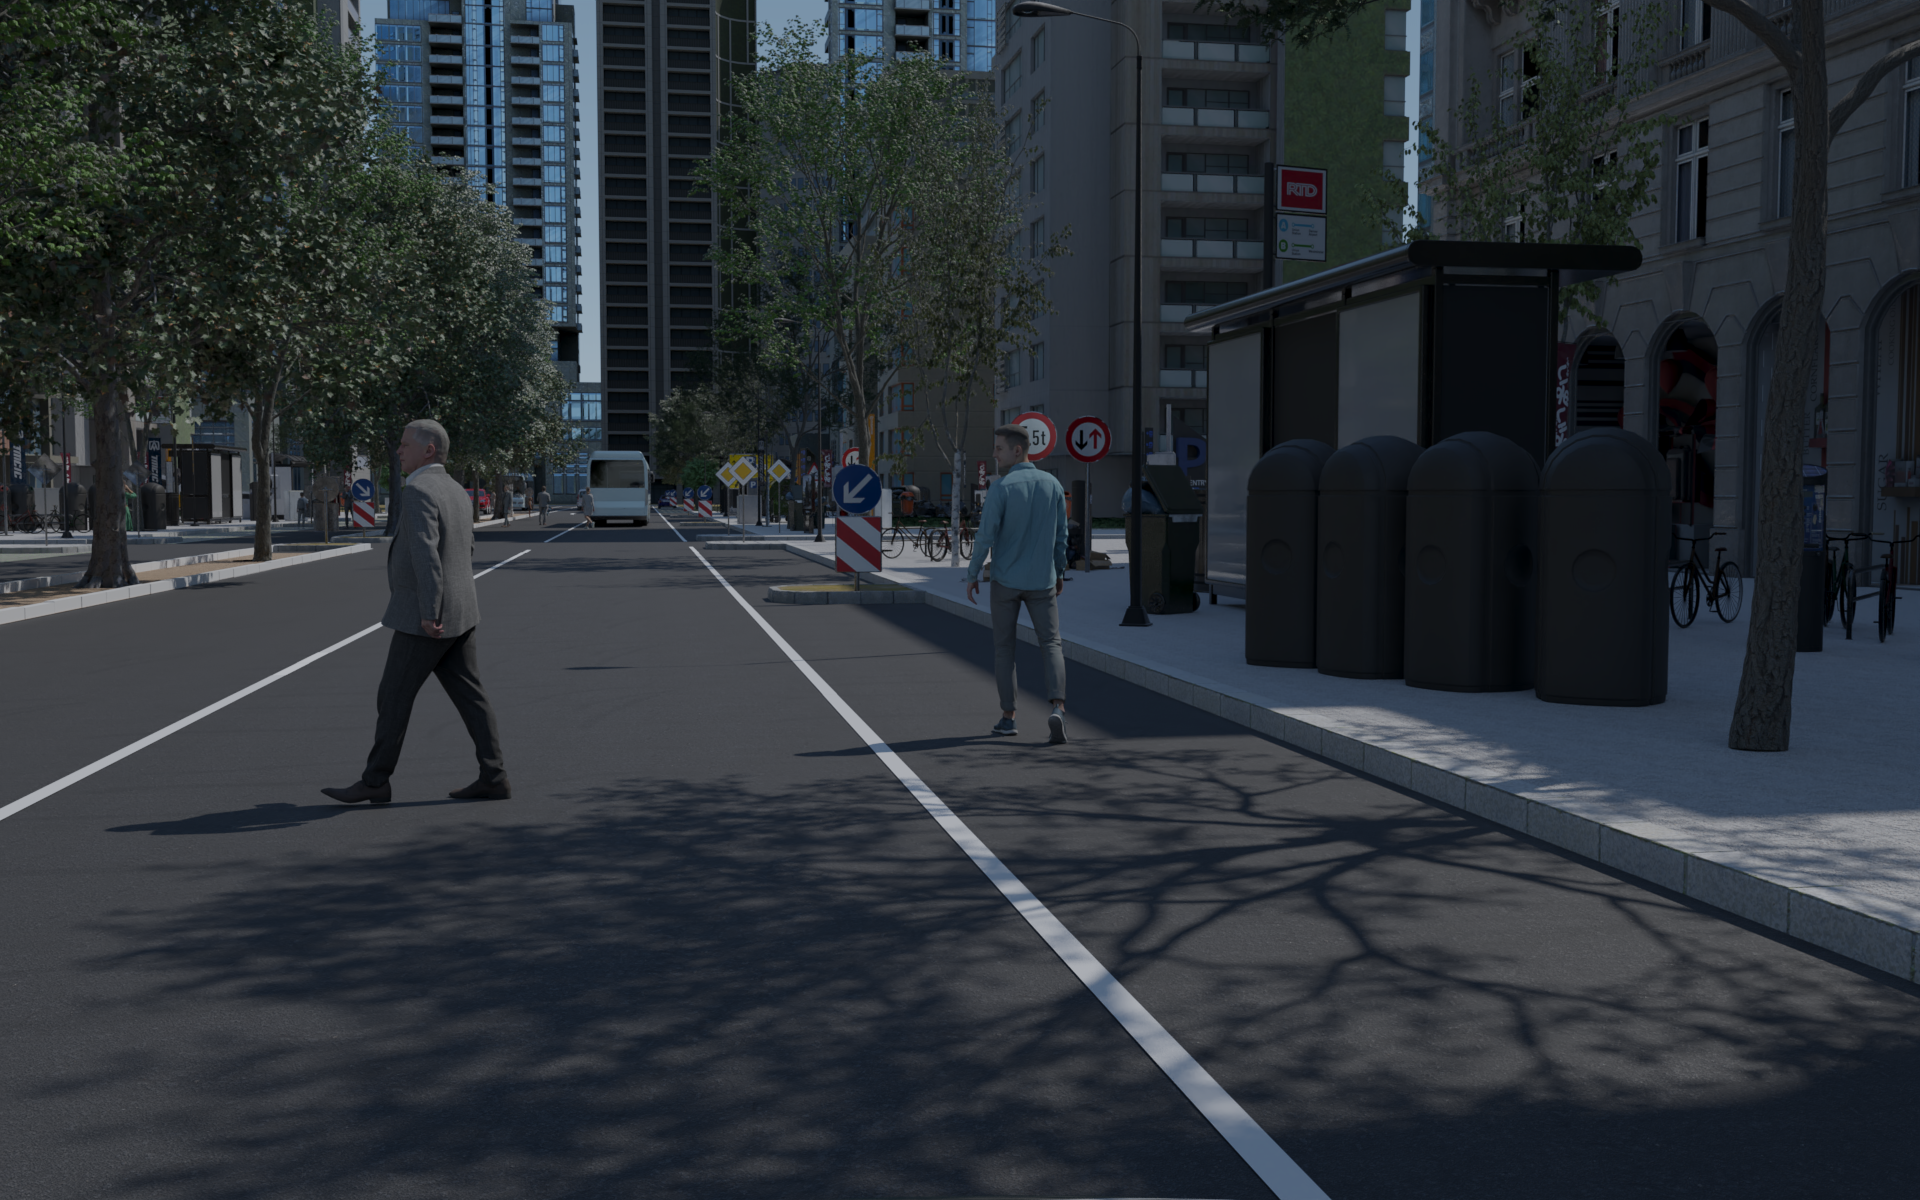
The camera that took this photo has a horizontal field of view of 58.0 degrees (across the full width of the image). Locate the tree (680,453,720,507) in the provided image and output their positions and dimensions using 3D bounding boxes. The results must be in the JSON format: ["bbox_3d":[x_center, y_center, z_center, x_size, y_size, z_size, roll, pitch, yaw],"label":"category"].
[{"bbox_3d":[-20.622,-9.487,138.833,4.285,4.588,4.351,0,3,0],"label":"tree"}]

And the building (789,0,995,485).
[{"bbox_3d":[-5.353,-52.973,178.775,22.319,86.520,31.000,-1,4,-10],"label":"building"}]

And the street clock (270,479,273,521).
[{"bbox_3d":[-32.627,-4.721,81.756,0.358,2.002,0.471,-3,5,-40],"label":"street clock"}]

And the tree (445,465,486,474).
[{"bbox_3d":[-47.714,-14.125,165.351,8.767,10.594,7.601,0,4,-1],"label":"tree"}]

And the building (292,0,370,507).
[{"bbox_3d":[-74.500,-38.539,172.116,28.212,58.520,21.231,-1,4,-10],"label":"building"}]

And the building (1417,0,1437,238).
[{"bbox_3d":[38.436,-28.368,83.427,30.456,49.044,23.786,-1,4,-10],"label":"building"}]

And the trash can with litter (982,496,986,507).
[{"bbox_3d":[1.594,-4.370,82.832,1.055,1.170,0.624,2,4,30],"label":"trash can with litter"}]

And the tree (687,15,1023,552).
[{"bbox_3d":[-2.223,-6.884,38.312,9.928,11.665,9.643,0,3,0],"label":"tree"}]

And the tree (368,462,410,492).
[{"bbox_3d":[-40.704,-8.609,124.474,4.285,4.588,4.351,0,3,0],"label":"tree"}]

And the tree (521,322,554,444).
[{"bbox_3d":[-23.855,-9.611,85.347,9.928,11.665,9.643,0,3,0],"label":"tree"}]

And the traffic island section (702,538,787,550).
[{"bbox_3d":[-5.702,-1.441,45.833,2.009,0.180,2.903,-1,4,-10],"label":"traffic island section"}]

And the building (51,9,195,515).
[{"bbox_3d":[-53.512,-25.428,99.341,14.154,41.232,14.086,-1,4,-10],"label":"building"}]

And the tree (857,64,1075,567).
[{"bbox_3d":[-0.049,-4.907,30.597,4.360,8.622,3.978,0,3,0],"label":"tree"}]

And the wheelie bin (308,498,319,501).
[{"bbox_3d":[-35.008,-5.253,93.789,0.980,1.594,0.693,-1,4,-21],"label":"wheelie bin"}]

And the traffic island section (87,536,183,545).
[{"bbox_3d":[-24.009,-1.732,50.598,2.009,0.180,2.903,-1,4,-10],"label":"traffic island section"}]

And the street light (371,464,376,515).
[{"bbox_3d":[-35.895,-8.243,107.309,1.470,5.913,1.316,-1,4,-10],"label":"street light"}]

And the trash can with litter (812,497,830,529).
[{"bbox_3d":[-5.296,-3.177,63.330,0.624,1.170,1.055,3,4,37],"label":"trash can with litter"}]

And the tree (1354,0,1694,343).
[{"bbox_3d":[7.924,-4.497,23.893,4.737,8.622,4.395,0,3,0],"label":"tree"}]

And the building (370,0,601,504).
[{"bbox_3d":[-62.676,-55.805,225.086,31.000,86.520,22.319,-1,4,-10],"label":"building"}]

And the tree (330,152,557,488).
[{"bbox_3d":[-20.229,-9.554,65.314,9.857,13.997,8.962,0,3,0],"label":"tree"}]

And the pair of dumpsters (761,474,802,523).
[{"bbox_3d":[-8.092,-4.664,78.751,1.574,2.255,4.437,-1,4,-10],"label":"pair of dumpsters"}]

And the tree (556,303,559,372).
[{"bbox_3d":[-21.886,-10.153,75.115,9.857,13.997,8.962,0,3,0],"label":"tree"}]

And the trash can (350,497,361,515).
[{"bbox_3d":[-36.164,-5.624,103.613,0.748,1.137,0.748,0,3,0],"label":"trash can"}]

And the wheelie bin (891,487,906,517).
[{"bbox_3d":[-2.638,-4.091,74.799,0.980,1.594,0.693,1,4,10],"label":"wheelie bin"}]

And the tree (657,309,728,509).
[{"bbox_3d":[-6.135,-7.846,62.690,8.767,10.594,7.601,-1,4,-14],"label":"tree"}]

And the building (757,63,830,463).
[{"bbox_3d":[-13.298,-42.389,235.062,28.212,58.520,21.231,-1,4,-10],"label":"building"}]

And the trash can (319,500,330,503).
[{"bbox_3d":[-36.071,-5.296,98.249,0.748,1.137,0.748,0,3,0],"label":"trash can"}]

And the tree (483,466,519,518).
[{"bbox_3d":[-28.181,-9.496,108.086,4.360,8.622,3.978,0,3,0],"label":"tree"}]

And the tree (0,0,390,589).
[{"bbox_3d":[-13.051,-6.535,26.320,9.611,12.733,9.660,0,3,0],"label":"tree"}]

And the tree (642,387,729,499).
[{"bbox_3d":[-31.258,-17.895,199.243,9.857,13.997,8.962,0,3,0],"label":"tree"}]

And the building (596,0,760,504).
[{"bbox_3d":[-37.095,-48.371,229.120,20.611,71.187,20.563,-1,4,-10],"label":"building"}]

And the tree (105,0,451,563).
[{"bbox_3d":[-14.577,-6.598,36.089,9.928,11.665,9.643,0,3,0],"label":"tree"}]

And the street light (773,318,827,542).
[{"bbox_3d":[-4.275,-4.491,45.969,1.470,5.913,1.316,-1,4,-10],"label":"street light"}]

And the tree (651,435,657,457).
[{"bbox_3d":[-16.174,-11.292,119.043,8.767,10.594,7.601,1,4,9],"label":"tree"}]

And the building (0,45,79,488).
[{"bbox_3d":[-102.749,-31.363,167.407,28.867,44.769,22.147,-1,4,-10],"label":"building"}]

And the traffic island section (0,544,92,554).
[{"bbox_3d":[-22.562,-1.252,42.745,2.009,0.180,2.903,-1,4,-10],"label":"traffic island section"}]

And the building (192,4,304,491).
[{"bbox_3d":[-64.084,-50.201,133.457,22.319,86.520,31.000,-1,4,-10],"label":"building"}]

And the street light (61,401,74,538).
[{"bbox_3d":[-25.344,-4.744,50.108,1.470,5.913,1.316,-1,4,-10],"label":"street light"}]

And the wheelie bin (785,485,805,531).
[{"bbox_3d":[-5.616,-3.199,60.212,0.980,1.594,0.693,-2,4,-27],"label":"wheelie bin"}]

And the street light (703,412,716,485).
[{"bbox_3d":[-13.812,-7.670,97.947,1.470,5.913,1.316,-1,4,-10],"label":"street light"}]

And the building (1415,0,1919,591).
[{"bbox_3d":[17.808,-11.261,25.918,13.314,21.916,24.055,-1,4,-10],"label":"building"}]

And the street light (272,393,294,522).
[{"bbox_3d":[-30.606,-6.494,78.711,1.470,5.913,1.316,-1,4,-10],"label":"street light"}]

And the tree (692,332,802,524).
[{"bbox_3d":[-8.284,-7.500,72.985,4.360,8.622,3.978,0,3,0],"label":"tree"}]

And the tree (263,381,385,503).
[{"bbox_3d":[-34.675,-9.835,95.217,7.601,10.594,8.767,0,4,-1],"label":"tree"}]

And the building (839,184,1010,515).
[{"bbox_3d":[7.536,-16.387,112.961,27.650,21.520,28.899,-1,4,-10],"label":"building"}]

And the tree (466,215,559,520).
[{"bbox_3d":[-18.232,-8.327,55.617,9.611,12.733,9.660,0,3,0],"label":"tree"}]

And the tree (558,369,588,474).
[{"bbox_3d":[-25.383,-10.739,95.050,9.611,12.733,9.660,0,3,0],"label":"tree"}]

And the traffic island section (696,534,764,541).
[{"bbox_3d":[-7.149,-1.921,53.687,2.009,0.180,2.903,-1,4,-10],"label":"traffic island section"}]

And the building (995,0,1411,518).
[{"bbox_3d":[9.591,-23.827,73.170,14.086,41.232,14.154,-1,4,-10],"label":"building"}]

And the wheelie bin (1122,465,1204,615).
[{"bbox_3d":[2.152,-0.658,18.674,0.693,1.594,0.980,3,5,45],"label":"wheelie bin"}]

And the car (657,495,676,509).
[{"bbox_3d":[-28.117,-9.401,166.284,1.945,1.354,3.894,-1,4,-10],"label":"car"}]

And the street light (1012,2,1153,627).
[{"bbox_3d":[1.181,-2.696,16.620,1.470,5.913,1.316,-1,4,-10],"label":"street light"}]

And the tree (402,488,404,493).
[{"bbox_3d":[-42.616,-8.491,133.427,1.663,3.219,1.824,0,3,0],"label":"tree"}]

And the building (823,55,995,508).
[{"bbox_3d":[3.995,-28.264,153.998,32.217,40.220,23.993,-1,4,-10],"label":"building"}]

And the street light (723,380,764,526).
[{"bbox_3d":[-8.601,-5.920,69.335,1.470,5.913,1.316,-1,4,-10],"label":"street light"}]

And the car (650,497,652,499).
[{"bbox_3d":[-31.331,-9.831,169.768,2.155,1.783,4.494,-1,4,-10],"label":"car"}]

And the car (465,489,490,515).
[{"bbox_3d":[-34.463,-6.983,122.844,2.281,1.827,5.304,-1,4,-12],"label":"car"}]

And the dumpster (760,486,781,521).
[{"bbox_3d":[-9.035,-4.654,81.845,1.264,1.857,1.865,-1,4,-10],"label":"dumpster"}]

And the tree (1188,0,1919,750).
[{"bbox_3d":[4.339,-4.517,8.264,7.601,10.594,8.767,1,4,21],"label":"tree"}]
